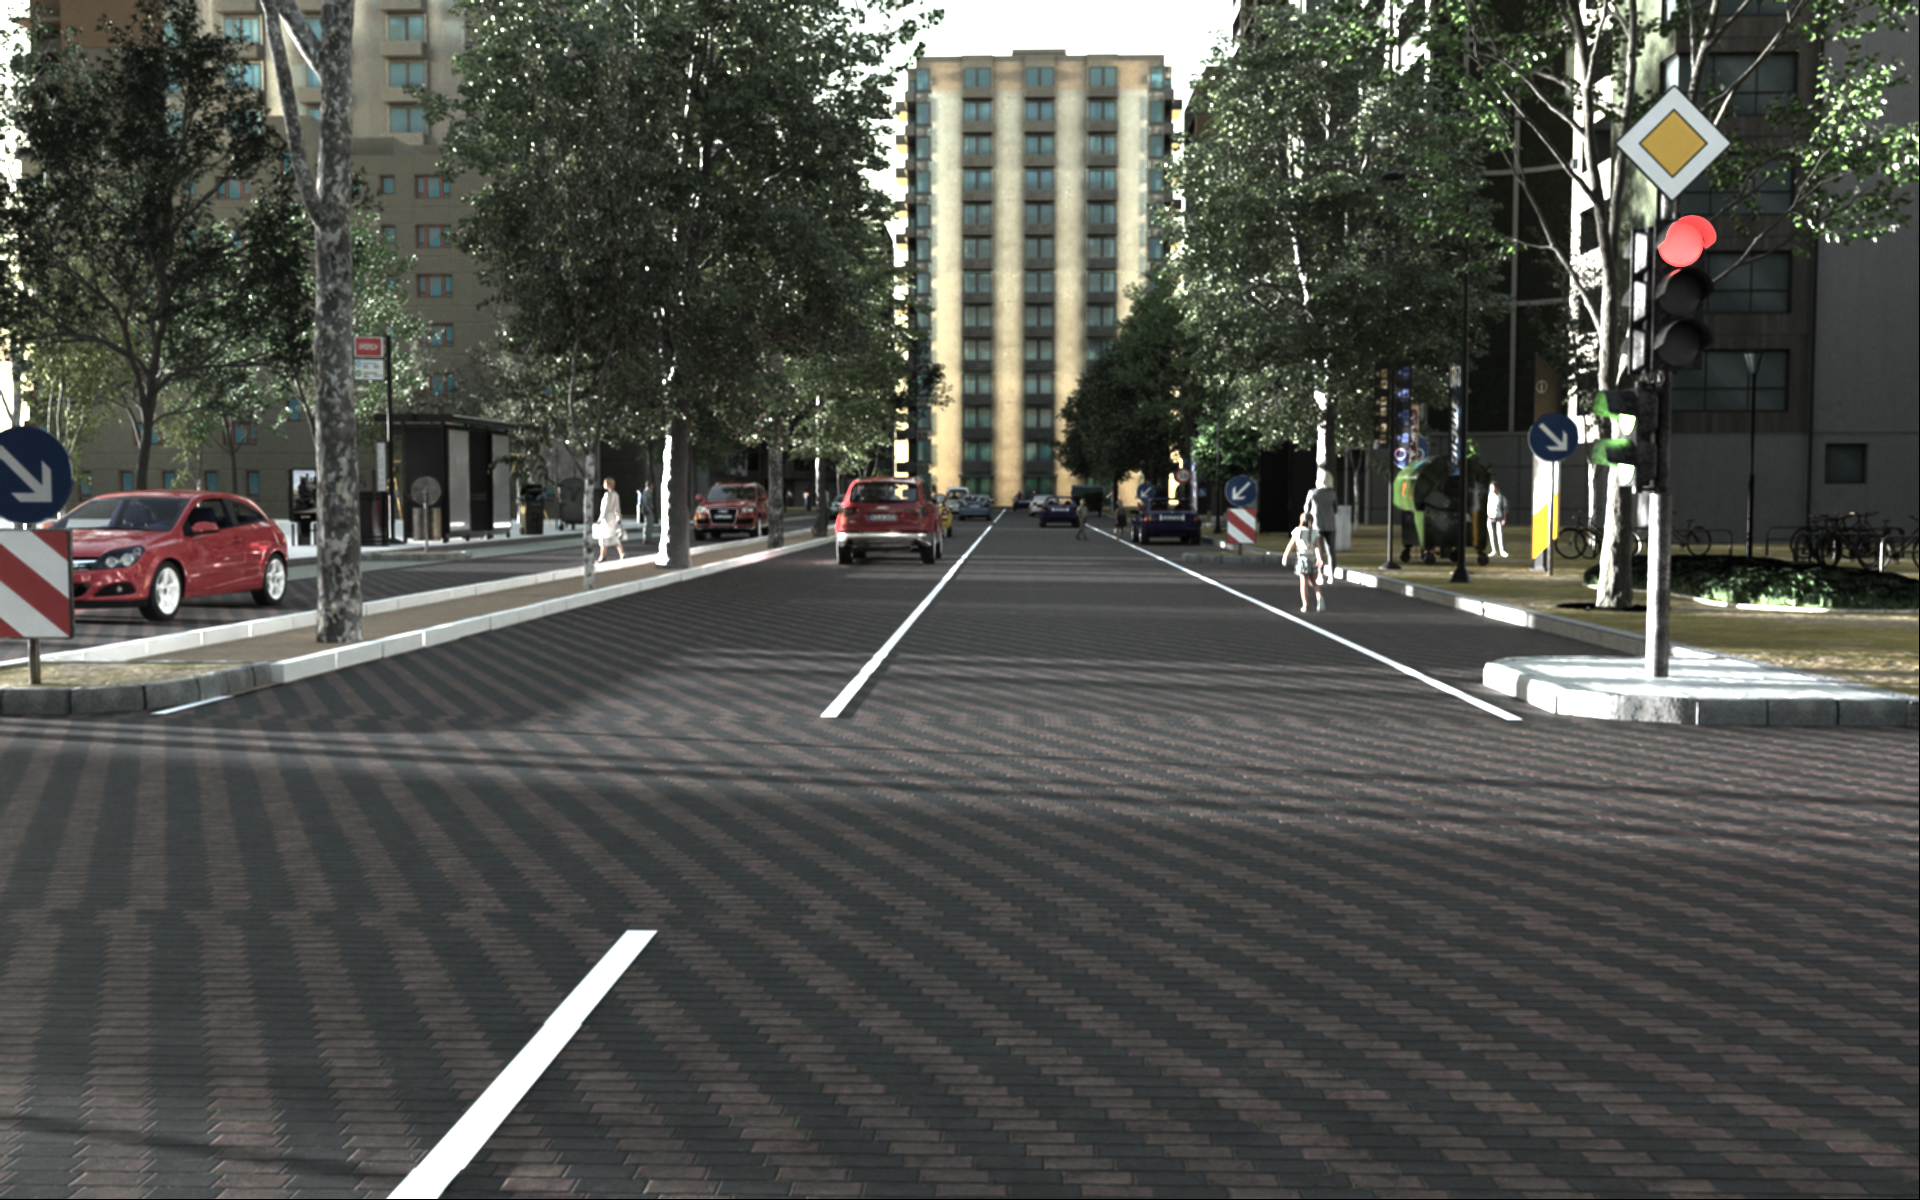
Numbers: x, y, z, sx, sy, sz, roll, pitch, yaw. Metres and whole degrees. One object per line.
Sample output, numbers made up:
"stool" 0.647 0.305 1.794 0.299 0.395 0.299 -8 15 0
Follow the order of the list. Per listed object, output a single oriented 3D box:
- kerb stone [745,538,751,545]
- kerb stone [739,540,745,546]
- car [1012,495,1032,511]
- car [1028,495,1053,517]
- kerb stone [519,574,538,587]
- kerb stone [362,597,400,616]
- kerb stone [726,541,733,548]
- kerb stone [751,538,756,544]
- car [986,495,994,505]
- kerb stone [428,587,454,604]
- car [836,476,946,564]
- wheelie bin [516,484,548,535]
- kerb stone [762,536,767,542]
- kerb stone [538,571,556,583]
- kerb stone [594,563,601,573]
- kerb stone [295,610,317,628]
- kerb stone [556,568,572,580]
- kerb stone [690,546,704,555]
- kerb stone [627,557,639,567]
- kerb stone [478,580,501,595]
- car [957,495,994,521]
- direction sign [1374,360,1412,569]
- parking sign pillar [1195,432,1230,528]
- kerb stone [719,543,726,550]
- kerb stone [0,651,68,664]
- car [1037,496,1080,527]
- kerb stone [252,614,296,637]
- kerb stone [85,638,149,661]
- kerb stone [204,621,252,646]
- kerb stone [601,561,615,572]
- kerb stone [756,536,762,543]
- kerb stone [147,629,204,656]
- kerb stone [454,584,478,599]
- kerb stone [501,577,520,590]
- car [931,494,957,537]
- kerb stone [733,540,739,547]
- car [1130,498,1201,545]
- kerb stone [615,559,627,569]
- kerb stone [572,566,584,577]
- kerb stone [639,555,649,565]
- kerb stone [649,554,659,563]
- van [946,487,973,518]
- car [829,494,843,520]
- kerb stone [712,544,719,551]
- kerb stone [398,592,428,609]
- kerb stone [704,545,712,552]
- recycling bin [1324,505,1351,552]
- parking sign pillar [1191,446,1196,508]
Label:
"kerb stone" -6.067 -1.604 48.516 0.120 0.150 1.000 0 4 2
"kerb stone" -6.110 -1.547 47.486 0.120 0.150 1.000 0 4 2
"car" 5.495 -8.433 150.464 1.945 1.354 3.894 0 4 2
"car" 5.423 -6.073 111.659 2.083 1.381 4.827 0 4 0
"kerb stone" -6.804 -0.291 26.970 0.120 0.150 1.000 0 4 2
"kerb stone" -6.999 0.089 20.816 0.120 0.150 1.000 0 4 2
"kerb stone" -6.169 -1.414 45.428 0.120 0.150 1.000 0 4 2
"kerb stone" -6.033 -1.665 49.549 0.120 0.150 1.000 0 4 2
"car" 1.829 -8.321 148.412 2.083 1.381 4.827 0 4 3
"kerb stone" -6.940 -0.039 22.865 0.120 0.150 1.000 0 4 2
"car" -1.468 -1.749 37.269 2.281 1.827 5.304 0 4 2
"wheelie bin" -13.514 -2.869 54.817 0.980 1.594 0.693 -2 4 -33
"kerb stone" -5.968 -1.796 51.596 0.120 0.150 1.000 0 4 2
"kerb stone" -6.765 -0.349 27.992 0.120 0.150 1.000 0 4 2
"kerb stone" -6.656 -0.542 31.058 0.120 0.150 1.000 0 4 2
"kerb stone" -7.073 0.209 18.771 0.120 0.150 1.000 0 4 2
"kerb stone" -6.725 -0.416 29.013 0.120 0.150 1.000 0 4 2
"kerb stone" -6.308 -1.169 41.313 0.120 0.150 1.000 0 4 2
"kerb stone" -6.545 -0.729 34.133 0.120 0.150 1.000 0 4 2
"kerb stone" -6.856 -0.166 24.916 0.120 0.150 1.000 0 4 2
"car" 0.848 -5.063 94.784 2.014 1.417 4.499 0 4 2
"direction sign" 7.380 -2.301 29.613 0.379 3.537 0.876 -2 4 -29
"parking sign pillar" 10.040 -4.762 66.329 1.447 3.967 1.447 2 4 25
"kerb stone" -6.210 -1.358 44.404 0.120 0.150 1.000 0 4 2
"kerb stone" -7.245 0.523 13.651 0.120 0.150 1.000 0 4 2
"car" 4.352 -3.877 75.975 1.945 1.354 3.894 0 4 2
"kerb stone" -7.102 0.272 17.743 0.120 0.150 1.000 0 4 2
"kerb stone" -7.205 0.464 14.673 0.120 0.150 1.000 0 4 2
"kerb stone" -7.138 0.335 16.716 0.120 0.150 1.000 0 4 2
"kerb stone" -6.625 -0.605 32.088 0.120 0.150 1.000 0 4 2
"kerb stone" -5.998 -1.733 50.574 0.120 0.150 1.000 0 4 2
"kerb stone" -7.173 0.399 15.695 0.120 0.150 1.000 0 4 2
"kerb stone" -6.905 -0.101 23.891 0.120 0.150 1.000 0 4 2
"kerb stone" -6.836 -0.222 25.938 0.120 0.150 1.000 0 4 2
"car" -1.123 -2.988 59.076 2.015 1.641 3.980 0 4 0
"kerb stone" -6.140 -1.484 46.452 0.120 0.150 1.000 0 4 2
"car" 5.977 -2.318 50.486 1.945 1.354 3.894 0 4 1
"kerb stone" -6.589 -0.665 33.112 0.120 0.150 1.000 0 4 2
"kerb stone" -6.696 -0.475 30.035 0.120 0.150 1.000 0 4 2
"kerb stone" -6.522 -0.793 35.155 0.120 0.150 1.000 0 4 2
"kerb stone" -6.488 -0.854 36.186 0.120 0.150 1.000 0 4 2
"van" -0.046 -5.934 104.036 2.013 2.044 4.112 0 4 2
"car" -6.365 -5.255 97.724 2.131 1.459 4.920 0 4 0
"kerb stone" -6.242 -1.293 43.367 0.120 0.150 1.000 0 4 2
"kerb stone" -6.967 0.022 21.843 0.120 0.150 1.000 0 4 2
"kerb stone" -6.281 -1.232 42.335 0.120 0.150 1.000 0 4 2
"recycling bin" 8.201 -1.585 38.464 0.722 1.027 0.722 3 5 42
"parking sign pillar" 9.630 -4.965 69.658 1.447 3.967 1.447 0 4 -2
